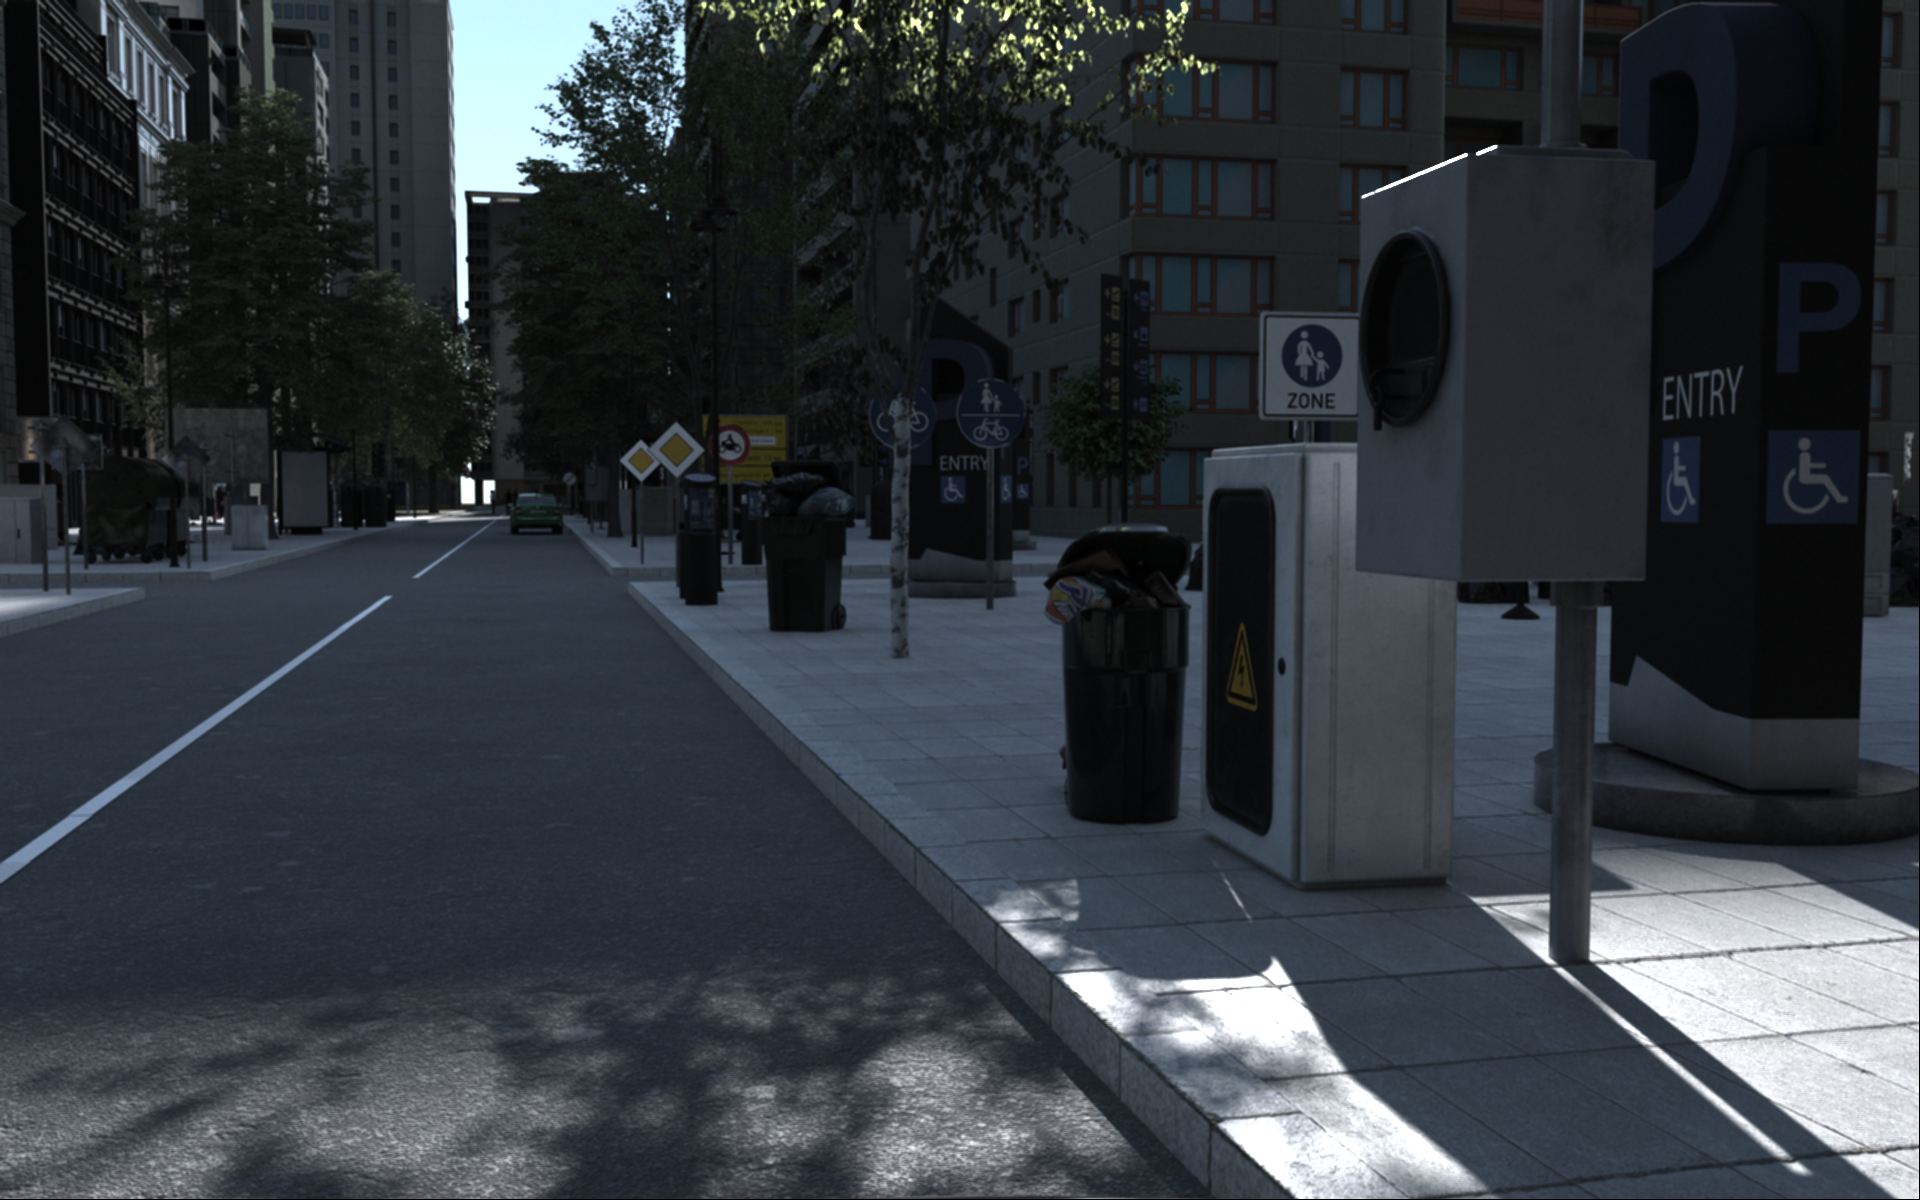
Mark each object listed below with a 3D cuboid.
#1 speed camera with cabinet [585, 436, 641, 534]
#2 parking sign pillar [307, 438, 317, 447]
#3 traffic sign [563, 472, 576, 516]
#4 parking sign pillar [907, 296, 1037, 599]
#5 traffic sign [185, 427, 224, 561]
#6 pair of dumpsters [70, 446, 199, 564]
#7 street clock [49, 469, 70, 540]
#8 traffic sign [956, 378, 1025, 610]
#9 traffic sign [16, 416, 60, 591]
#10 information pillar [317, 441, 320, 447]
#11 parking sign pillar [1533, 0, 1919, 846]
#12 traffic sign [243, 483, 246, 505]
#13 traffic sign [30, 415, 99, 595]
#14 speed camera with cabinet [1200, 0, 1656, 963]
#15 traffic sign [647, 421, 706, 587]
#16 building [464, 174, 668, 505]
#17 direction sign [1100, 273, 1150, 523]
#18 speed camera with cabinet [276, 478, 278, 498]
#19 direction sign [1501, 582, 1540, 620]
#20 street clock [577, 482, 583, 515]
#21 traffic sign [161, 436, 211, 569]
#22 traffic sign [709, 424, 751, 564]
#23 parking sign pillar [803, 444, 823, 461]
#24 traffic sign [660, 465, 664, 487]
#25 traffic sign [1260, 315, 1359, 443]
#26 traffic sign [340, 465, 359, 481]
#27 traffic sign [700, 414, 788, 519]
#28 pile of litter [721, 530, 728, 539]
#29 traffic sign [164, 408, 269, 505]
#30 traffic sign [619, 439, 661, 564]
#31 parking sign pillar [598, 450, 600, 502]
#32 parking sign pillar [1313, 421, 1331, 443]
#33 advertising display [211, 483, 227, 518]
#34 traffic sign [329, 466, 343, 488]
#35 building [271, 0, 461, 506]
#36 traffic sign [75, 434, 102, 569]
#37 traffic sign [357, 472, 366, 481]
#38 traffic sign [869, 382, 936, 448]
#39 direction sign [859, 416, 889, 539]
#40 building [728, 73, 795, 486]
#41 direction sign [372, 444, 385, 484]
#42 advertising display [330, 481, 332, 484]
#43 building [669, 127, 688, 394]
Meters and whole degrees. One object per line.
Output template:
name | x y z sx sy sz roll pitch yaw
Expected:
speed camera with cabinet | -11.364 -3.825 56.876 2.038 3.252 0.660 2 4 32
parking sign pillar | -26.411 -5.041 70.889 1.447 3.967 1.447 0 4 -4
traffic sign | -22.951 -6.223 101.856 0.768 2.556 0.104 0 4 -7
parking sign pillar | -0.006 -2.040 21.829 1.447 3.967 1.447 2 4 26
traffic sign | -14.384 -2.007 32.926 0.768 2.556 0.104 0 4 -7
pair of dumpsters | -16.030 -1.911 33.733 1.574 2.255 4.437 -1 4 -14
street clock | -24.979 -2.662 48.095 0.471 2.002 0.358 -1 4 -19
traffic sign | 0.334 -1.167 19.190 0.768 2.556 0.104 0 4 -8
traffic sign | -12.084 -1.266 22.835 0.606 2.300 0.079 -1 4 -10
information pillar | -28.364 -5.215 76.627 0.183 3.616 0.504 -2 4 -25
parking sign pillar | 3.085 -1.127 6.906 1.447 3.967 1.447 0 4 -2
traffic sign | -17.211 -2.420 41.695 0.606 2.300 0.079 0 4 -4
traffic sign | -11.373 -1.125 22.034 0.795 2.450 0.064 -1 4 -14
speed camera with cabinet | 1.352 -0.681 5.470 0.660 3.252 2.038 -1 4 -11
traffic sign | -3.898 -1.236 23.851 0.795 2.450 0.064 -1 4 -14
building | -47.857 -31.801 211.820 23.993 40.220 32.217 -1 4 -14
direction sign | 1.734 -1.603 18.204 0.379 3.537 0.876 3 5 39
speed camera with cabinet | -35.462 -6.009 92.585 2.038 3.252 0.660 -3 5 -44
direction sign | 5.784 -1.576 17.769 0.379 3.537 0.876 2 4 26
street clock | -23.026 -6.159 105.276 0.471 2.002 0.358 -1 4 -20
traffic sign | -13.287 -1.599 29.788 0.795 2.450 0.064 -1 4 -14
traffic sign | -4.202 -1.930 31.658 0.768 2.556 0.104 -1 4 -10
parking sign pillar | -8.011 -6.481 94.431 1.447 3.967 1.447 3 5 44
traffic sign | -12.860 -4.572 74.855 0.768 2.556 0.104 0 4 -7
traffic sign | 1.972 -0.471 9.830 0.606 2.300 0.079 -1 4 -11
traffic sign | -26.282 -4.558 74.624 0.768 2.556 0.104 -1 4 -12
traffic sign | -5.550 -3.099 44.541 2.265 3.308 0.079 -1 4 -12
pile of litter | -7.220 -2.184 49.680 1.176 0.858 1.719 -1 4 -13
traffic sign | -17.587 -2.885 41.038 2.265 3.308 0.079 -1 4 -13
traffic sign | -5.811 -1.710 31.605 0.795 2.450 0.064 -1 4 -14
parking sign pillar | -21.742 -7.095 104.475 1.447 3.967 1.447 -1 4 -21
parking sign pillar | 8.867 -3.342 43.122 1.447 3.967 1.447 0 4 2
advertising display | -40.352 -5.454 94.381 0.123 1.923 0.974 2 4 27
traffic sign | -28.647 -4.861 79.579 0.768 2.556 0.104 0 4 -6
building | -72.698 -40.223 199.637 28.212 58.520 21.231 -1 4 -14
traffic sign | -14.894 -1.671 29.458 0.606 2.300 0.079 0 4 -5
traffic sign | -28.382 -4.923 81.671 0.795 2.450 0.064 0 4 -8
traffic sign | -0.655 -1.202 19.751 0.768 2.556 0.104 0 4 -5
direction sign | -2.481 -3.549 50.018 0.876 3.537 0.379 1 4 17
building | -9.681 -21.530 123.713 14.160 30.474 14.107 -1 4 -14
direction sign | -26.454 -5.309 78.805 0.379 3.537 0.876 1 4 17
advertising display | -29.660 -4.685 81.820 0.123 1.923 0.974 -2 4 -28
building | -27.282 -34.121 207.983 14.200 45.320 14.600 -1 4 -14
